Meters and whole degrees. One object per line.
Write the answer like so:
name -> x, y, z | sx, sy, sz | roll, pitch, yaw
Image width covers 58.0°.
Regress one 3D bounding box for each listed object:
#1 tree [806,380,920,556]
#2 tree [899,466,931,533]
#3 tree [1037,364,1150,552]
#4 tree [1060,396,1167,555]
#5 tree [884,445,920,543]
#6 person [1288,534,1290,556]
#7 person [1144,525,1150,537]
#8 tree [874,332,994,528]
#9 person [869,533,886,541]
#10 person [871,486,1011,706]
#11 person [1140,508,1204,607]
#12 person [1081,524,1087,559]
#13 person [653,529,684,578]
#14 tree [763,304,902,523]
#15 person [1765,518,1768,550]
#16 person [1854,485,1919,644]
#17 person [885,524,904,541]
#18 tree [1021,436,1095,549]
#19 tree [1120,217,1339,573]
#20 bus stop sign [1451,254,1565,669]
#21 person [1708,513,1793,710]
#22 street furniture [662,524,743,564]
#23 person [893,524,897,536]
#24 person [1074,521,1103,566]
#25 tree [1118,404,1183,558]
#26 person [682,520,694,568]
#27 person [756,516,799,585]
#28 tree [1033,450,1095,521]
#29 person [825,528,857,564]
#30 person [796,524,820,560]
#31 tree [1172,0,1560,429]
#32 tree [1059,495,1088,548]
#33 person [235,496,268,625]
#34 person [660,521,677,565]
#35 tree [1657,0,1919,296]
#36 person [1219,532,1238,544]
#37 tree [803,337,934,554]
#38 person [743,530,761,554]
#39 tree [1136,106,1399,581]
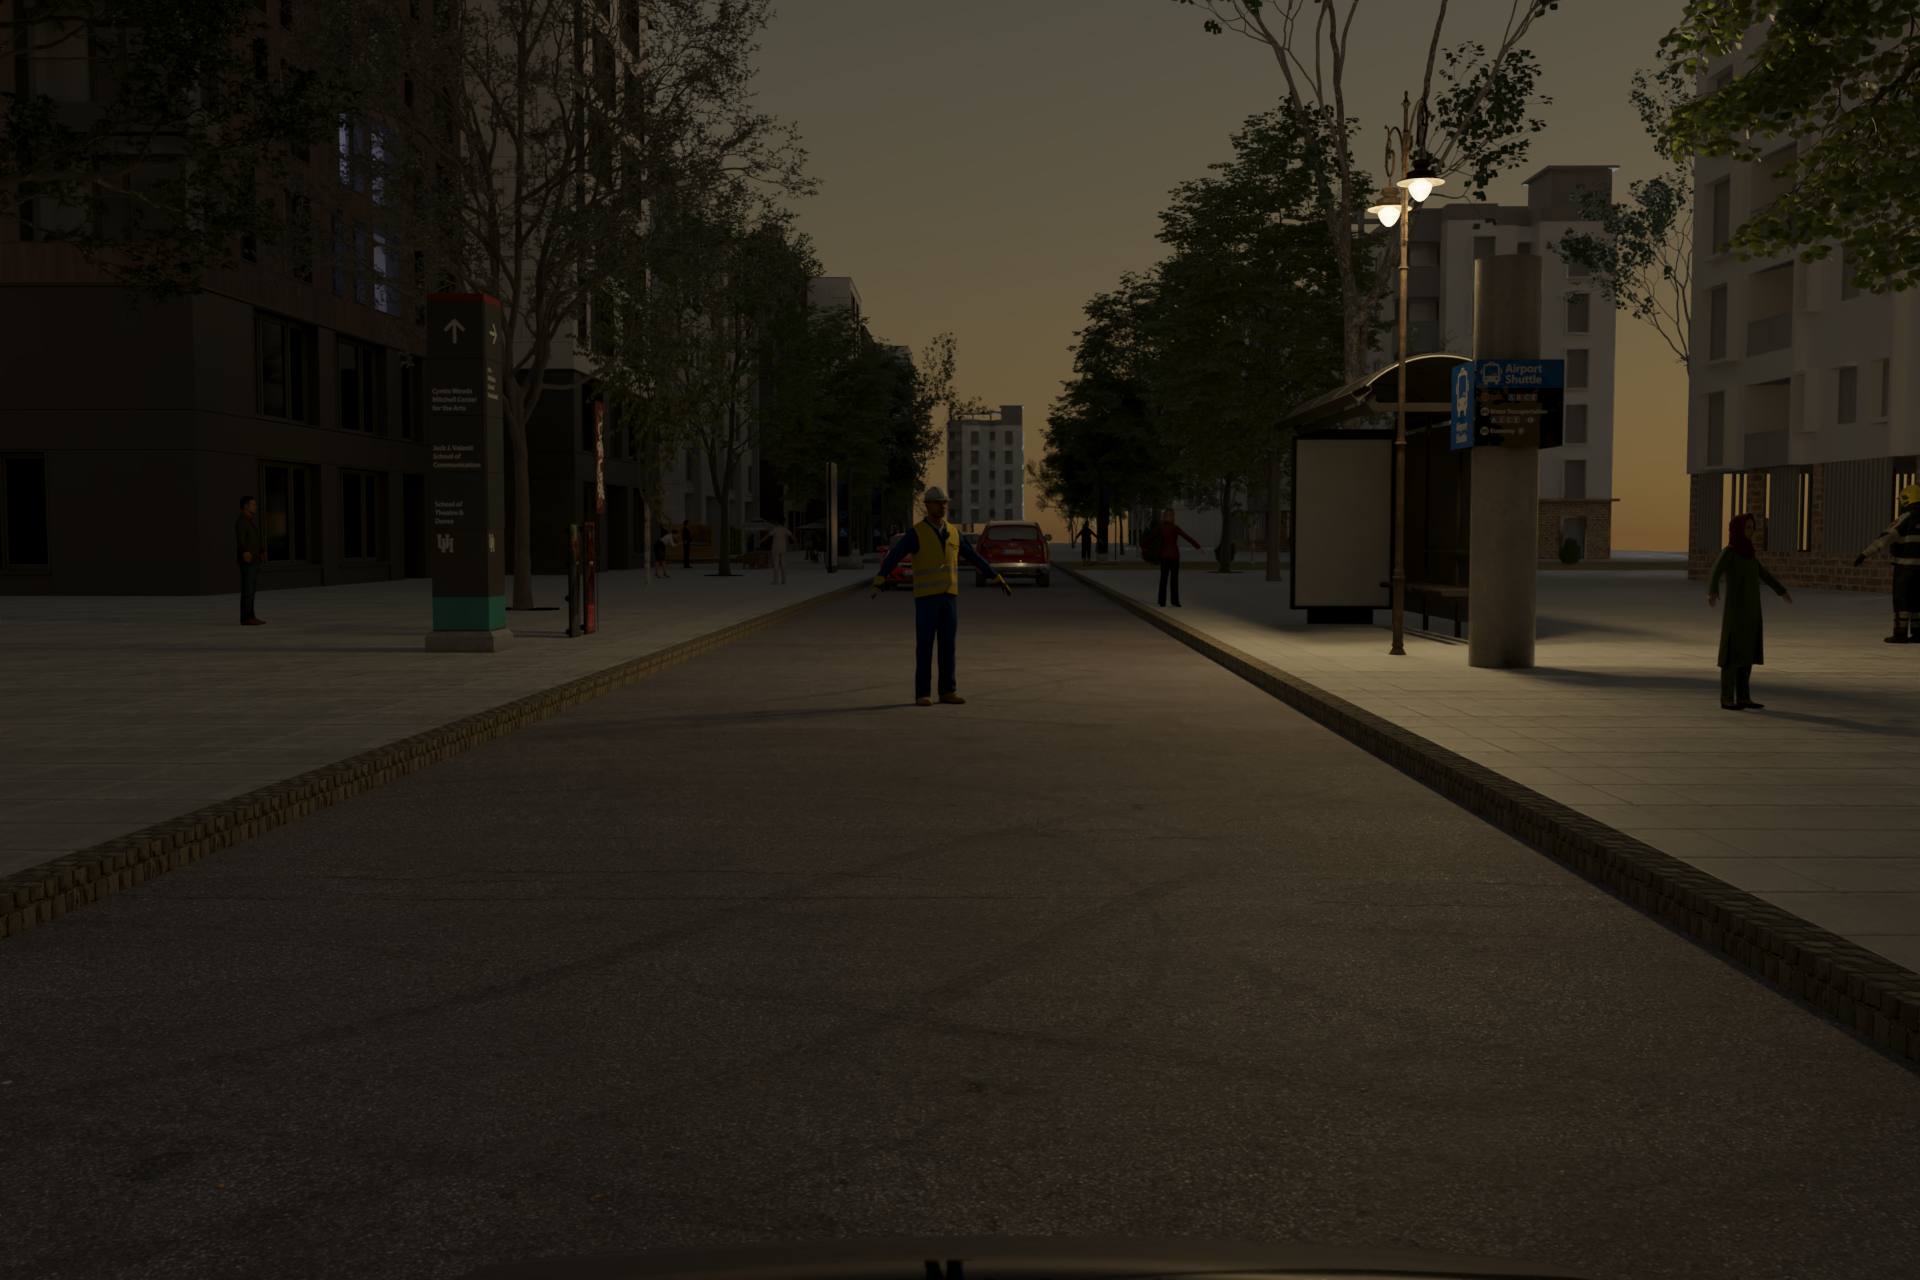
tree -> -6.102, -10.293, 102.695 | 8.767, 10.594, 7.601 | 3, 5, 43
tree -> -4.932, -11.906, 145.026 | 4.360, 8.622, 3.978 | 0, 3, 0
tree -> 10.098, -13.361, 125.109 | 9.857, 13.997, 8.962 | 0, 3, 0
tree -> 9.560, -10.455, 105.346 | 7.601, 10.594, 8.767 | 0, 4, -3
tree -> -5.089, -11.164, 132.889 | 4.737, 8.622, 4.395 | 0, 3, 0
person -> 19.074, -5.733, 99.671 | 0.705, 1.837, 1.347 | 0, 4, 1
person -> 10.698, -5.646, 98.440 | 0.704, 1.817, 1.347 | -1, 4, -20
tree -> -3.227, -18.696, 161.562 | 12.611, 20.169, 13.585 | 0, 3, 0
person -> -4.388, -5.351, 93.681 | 0.705, 1.806, 1.347 | -3, 5, -43
person -> -0.187, -0.376, 14.569 | 1.349, 1.833, 0.705 | -2, 4, -32
person -> 3.708, -1.443, 30.404 | 1.215, 1.729, 0.721 | 2, 4, 31
person -> 6.452, -5.123, 89.883 | 0.705, 1.813, 1.348 | 0, 4, -2
person -> -8.570, -2.534, 50.660 | 0.628, 1.438, 0.799 | 3, 4, 37
tree -> -6.309, -10.252, 85.754 | 7.486, 12.596, 7.792 | 0, 3, 0
person -> 23.241, -2.657, 50.044 | 0.434, 1.755, 0.990 | -2, 4, -27
person -> 11.131, -0.891, 20.330 | 1.351, 1.858, 0.704 | -1, 4, -15
person -> -2.837, -4.413, 78.869 | 1.216, 1.740, 0.721 | 1, 4, 18
tree -> 9.787, -13.394, 153.402 | 7.601, 10.594, 8.767 | 3, 5, 40
tree -> 8.874, -8.009, 56.701 | 9.928, 11.665, 9.643 | 0, 3, 0
bus stop sign -> 5.249, -1.692, 16.680 | 0.837, 3.901, 0.837 | 0, 4, 1
person -> 5.762, -0.211, 12.661 | 0.989, 1.438, 0.599 | -2, 4, -34
street furniture -> -14.483, -4.327, 77.599 | 11.010, 1.723, 9.812 | -2, 4, -34
person -> -3.184, -5.019, 88.526 | 0.721, 1.772, 1.216 | 0, 4, 3
person -> 5.072, -3.845, 69.011 | 1.346, 1.812, 0.704 | 3, 4, 37
tree -> 9.769, -8.731, 93.114 | 4.737, 8.622, 4.395 | 0, 3, 0
person -> -10.261, -3.610, 65.213 | 0.705, 1.806, 1.347 | 0, 4, 3
person -> -4.640, -2.286, 44.146 | 1.217, 1.739, 0.721 | -2, 4, -34
tree -> 9.945, -12.364, 136.571 | 8.767, 10.594, 7.601 | -1, 4, -12
person -> -4.825, -3.930, 70.473 | 1.346, 1.802, 0.704 | -1, 4, -12
person -> -7.572, -4.914, 86.608 | 1.348, 1.796, 0.705 | 1, 4, 20
tree -> 8.828, -10.847, 33.230 | 12.611, 20.169, 13.585 | 0, 3, 0
tree -> 11.065, -13.022, 163.266 | 4.737, 8.622, 4.395 | 0, 3, 0
person -> -10.004, -1.123, 24.427 | 0.705, 1.821, 1.348 | -1, 4, -12
person -> -12.312, -3.997, 71.134 | 1.354, 1.856, 0.705 | 0, 4, -2
tree -> 7.057, -5.572, 9.228 | 7.486, 12.596, 7.792 | 0, 3, 0
person -> 15.556, -5.724, 100.396 | 1.217, 1.733, 0.721 | 2, 4, 35
tree -> -6.054, -12.655, 113.559 | 9.857, 13.997, 8.962 | 0, 3, 0
person -> -10.477, -4.957, 86.906 | 0.705, 1.847, 1.347 | 2, 4, 33
tree -> 8.226, -7.856, 46.571 | 7.486, 12.596, 7.792 | 0, 3, 0
